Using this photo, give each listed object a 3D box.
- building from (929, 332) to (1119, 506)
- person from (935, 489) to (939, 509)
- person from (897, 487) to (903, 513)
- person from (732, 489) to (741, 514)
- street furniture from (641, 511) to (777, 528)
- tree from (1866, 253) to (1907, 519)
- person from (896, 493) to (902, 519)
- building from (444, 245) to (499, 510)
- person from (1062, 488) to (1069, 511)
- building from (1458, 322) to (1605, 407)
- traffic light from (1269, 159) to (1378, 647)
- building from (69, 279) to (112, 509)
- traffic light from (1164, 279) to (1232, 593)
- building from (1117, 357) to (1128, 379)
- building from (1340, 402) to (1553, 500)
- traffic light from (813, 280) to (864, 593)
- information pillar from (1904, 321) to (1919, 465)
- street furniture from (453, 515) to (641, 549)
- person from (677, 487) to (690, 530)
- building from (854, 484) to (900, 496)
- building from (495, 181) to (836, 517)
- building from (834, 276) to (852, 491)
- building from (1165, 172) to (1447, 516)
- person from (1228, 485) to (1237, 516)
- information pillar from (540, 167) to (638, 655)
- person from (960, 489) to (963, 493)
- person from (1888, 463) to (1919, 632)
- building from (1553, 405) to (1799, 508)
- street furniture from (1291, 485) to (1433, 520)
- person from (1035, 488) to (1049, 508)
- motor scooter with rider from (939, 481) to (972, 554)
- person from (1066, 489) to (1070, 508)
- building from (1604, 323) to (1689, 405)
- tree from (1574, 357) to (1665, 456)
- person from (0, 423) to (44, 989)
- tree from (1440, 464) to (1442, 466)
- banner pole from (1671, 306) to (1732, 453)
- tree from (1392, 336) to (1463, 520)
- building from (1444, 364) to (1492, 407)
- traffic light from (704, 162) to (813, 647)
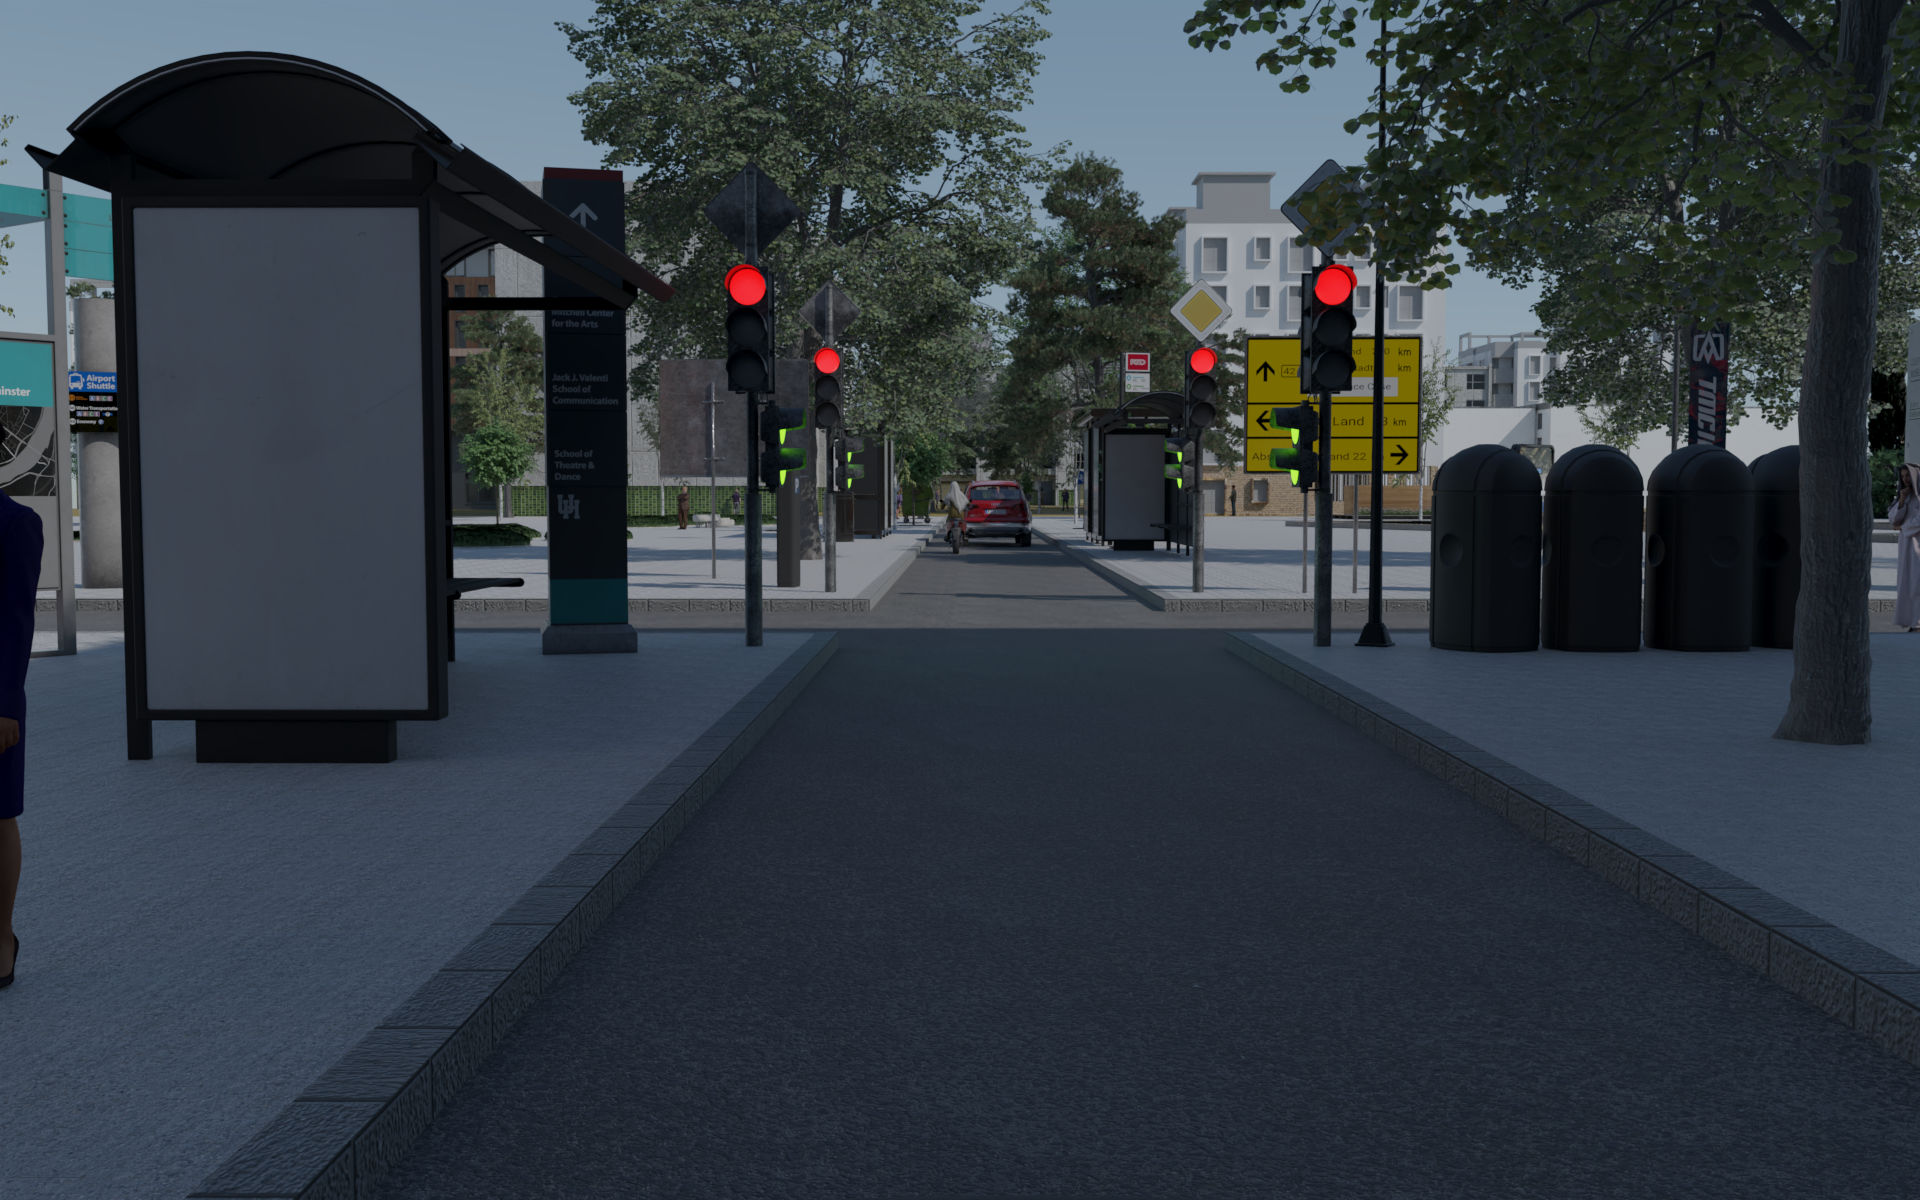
[{"bbox_3d":[10.815,-20.219,197.045,31.486,18.905,16.747,0,4,0],"label":"building"},{"bbox_3d":[-1.991,-8.883,152.191,0.530,1.710,0.541,2,4,33],"label":"person"},{"bbox_3d":[-3.911,-6.633,114.579,1.348,1.812,0.705,0,4,6],"label":"person"},{"bbox_3d":[-12.747,-5.497,98.130,0.569,1.553,0.471,3,5,42],"label":"person"},{"bbox_3d":[-10.773,-3.308,69.706,5.734,0.657,10.072,1,4,14],"label":"street furniture"},{"bbox_3d":[55.064,-11.546,90.594,18.604,14.587,13.155,0,3,0],"label":"tree"},{"bbox_3d":[-3.053,-4.791,87.604,0.697,1.427,0.421,0,4,5],"label":"person"},{"bbox_3d":[-49.995,-18.850,152.180,32.646,21.610,27.936,0,4,0],"label":"building"},{"bbox_3d":[7.826,-7.456,128.867,0.541,1.710,0.530,2,4,27],"label":"person"},{"bbox_3d":[64.205,-20.830,196.994,11.380,20.091,16.016,0,4,0],"label":"building"},{"bbox_3d":[3.039,-1.545,14.505,0.839,4.213,0.868,0,4,0],"label":"traffic light"},{"bbox_3d":[-71.967,-18.502,158.927,11.380,20.091,16.016,0,4,0],"label":"building"},{"bbox_3d":[3.088,-2.033,22.490,0.839,4.213,0.868,0,4,0],"label":"traffic light"},{"bbox_3d":[20.088,-16.820,131.430,16.016,20.091,11.380,0,4,0],"label":"building"},{"bbox_3d":[39.465,-13.427,161.681,28.070,9.664,9.099,0,4,0],"label":"building"},{"bbox_3d":[-1.673,-2.034,22.504,0.839,4.213,0.868,0,4,0],"label":"traffic light"},{"bbox_3d":[13.019,-1.955,23.276,0.184,3.620,1.656,1,4,14],"label":"information pillar"},{"bbox_3d":[-11.634,-1.846,45.816,5.734,0.657,10.072,0,4,-8],"label":"street furniture"},{"bbox_3d":[-9.973,-3.315,62.516,0.482,1.546,0.388,2,4,24],"label":"person"},{"bbox_3d":[-19.201,-15.434,194.494,28.070,9.664,9.099,0,4,0],"label":"building"},{"bbox_3d":[-17.793,-15.127,113.782,16.747,18.905,31.486,0,4,0],"label":"building"},{"bbox_3d":[-15.777,-18.492,158.762,11.380,20.091,16.016,0,4,0],"label":"building"},{"bbox_3d":[20.628,-15.359,107.544,16.016,20.091,11.380,0,4,0],"label":"building"},{"bbox_3d":[15.899,-5.799,100.876,0.705,1.821,1.348,2,4,25],"label":"person"},{"bbox_3d":[-3.062,-1.515,14.147,0.750,3.857,0.750,-1,4,-15],"label":"information pillar"},{"bbox_3d":[0.084,-4.006,75.461,0.517,1.644,0.566,1,4,10],"label":"person"},{"bbox_3d":[9.444,-0.489,17.167,0.621,1.740,0.551,-2,4,-29],"label":"person"},{"bbox_3d":[67.535,-13.428,161.700,28.070,9.664,9.099,0,4,0],"label":"building"},{"bbox_3d":[23.336,-5.035,89.170,11.010,1.723,9.812,0,4,-2],"label":"street furniture"},{"bbox_3d":[7.582,-9.403,159.778,1.348,1.824,0.705,1,4,17],"label":"person"},{"bbox_3d":[-0.071,-2.015,41.915,0.876,1.779,1.986,0,4,-1],"label":"motor scooter with rider"},{"bbox_3d":[10.321,-9.682,165.071,0.721,1.743,1.217,1,4,12],"label":"person"},{"bbox_3d":[75.589,-20.871,197.656,11.380,20.091,16.016,0,4,0],"label":"building"},{"bbox_3d":[33.554,-8.404,87.771,4.737,8.622,4.395,0,3,0],"label":"tree"},{"bbox_3d":[-2.554,0.251,4.303,0.453,1.535,0.546,-1,4,-9],"label":"person"},{"bbox_3d":[27.082,-6.230,96.467,1.663,3.219,1.824,0,3,0],"label":"tree"},{"bbox_3d":[9.517,-1.986,22.481,0.863,3.779,0.401,2,4,32],"label":"banner pole"},{"bbox_3d":[21.288,-7.964,80.571,4.737,8.622,4.395,0,3,0],"label":"tree"},{"bbox_3d":[42.411,-20.274,197.940,31.486,18.905,16.747,0,4,0],"label":"building"},{"bbox_3d":[-1.722,-1.546,14.519,0.839,4.213,0.868,0,4,0],"label":"traffic light"}]
